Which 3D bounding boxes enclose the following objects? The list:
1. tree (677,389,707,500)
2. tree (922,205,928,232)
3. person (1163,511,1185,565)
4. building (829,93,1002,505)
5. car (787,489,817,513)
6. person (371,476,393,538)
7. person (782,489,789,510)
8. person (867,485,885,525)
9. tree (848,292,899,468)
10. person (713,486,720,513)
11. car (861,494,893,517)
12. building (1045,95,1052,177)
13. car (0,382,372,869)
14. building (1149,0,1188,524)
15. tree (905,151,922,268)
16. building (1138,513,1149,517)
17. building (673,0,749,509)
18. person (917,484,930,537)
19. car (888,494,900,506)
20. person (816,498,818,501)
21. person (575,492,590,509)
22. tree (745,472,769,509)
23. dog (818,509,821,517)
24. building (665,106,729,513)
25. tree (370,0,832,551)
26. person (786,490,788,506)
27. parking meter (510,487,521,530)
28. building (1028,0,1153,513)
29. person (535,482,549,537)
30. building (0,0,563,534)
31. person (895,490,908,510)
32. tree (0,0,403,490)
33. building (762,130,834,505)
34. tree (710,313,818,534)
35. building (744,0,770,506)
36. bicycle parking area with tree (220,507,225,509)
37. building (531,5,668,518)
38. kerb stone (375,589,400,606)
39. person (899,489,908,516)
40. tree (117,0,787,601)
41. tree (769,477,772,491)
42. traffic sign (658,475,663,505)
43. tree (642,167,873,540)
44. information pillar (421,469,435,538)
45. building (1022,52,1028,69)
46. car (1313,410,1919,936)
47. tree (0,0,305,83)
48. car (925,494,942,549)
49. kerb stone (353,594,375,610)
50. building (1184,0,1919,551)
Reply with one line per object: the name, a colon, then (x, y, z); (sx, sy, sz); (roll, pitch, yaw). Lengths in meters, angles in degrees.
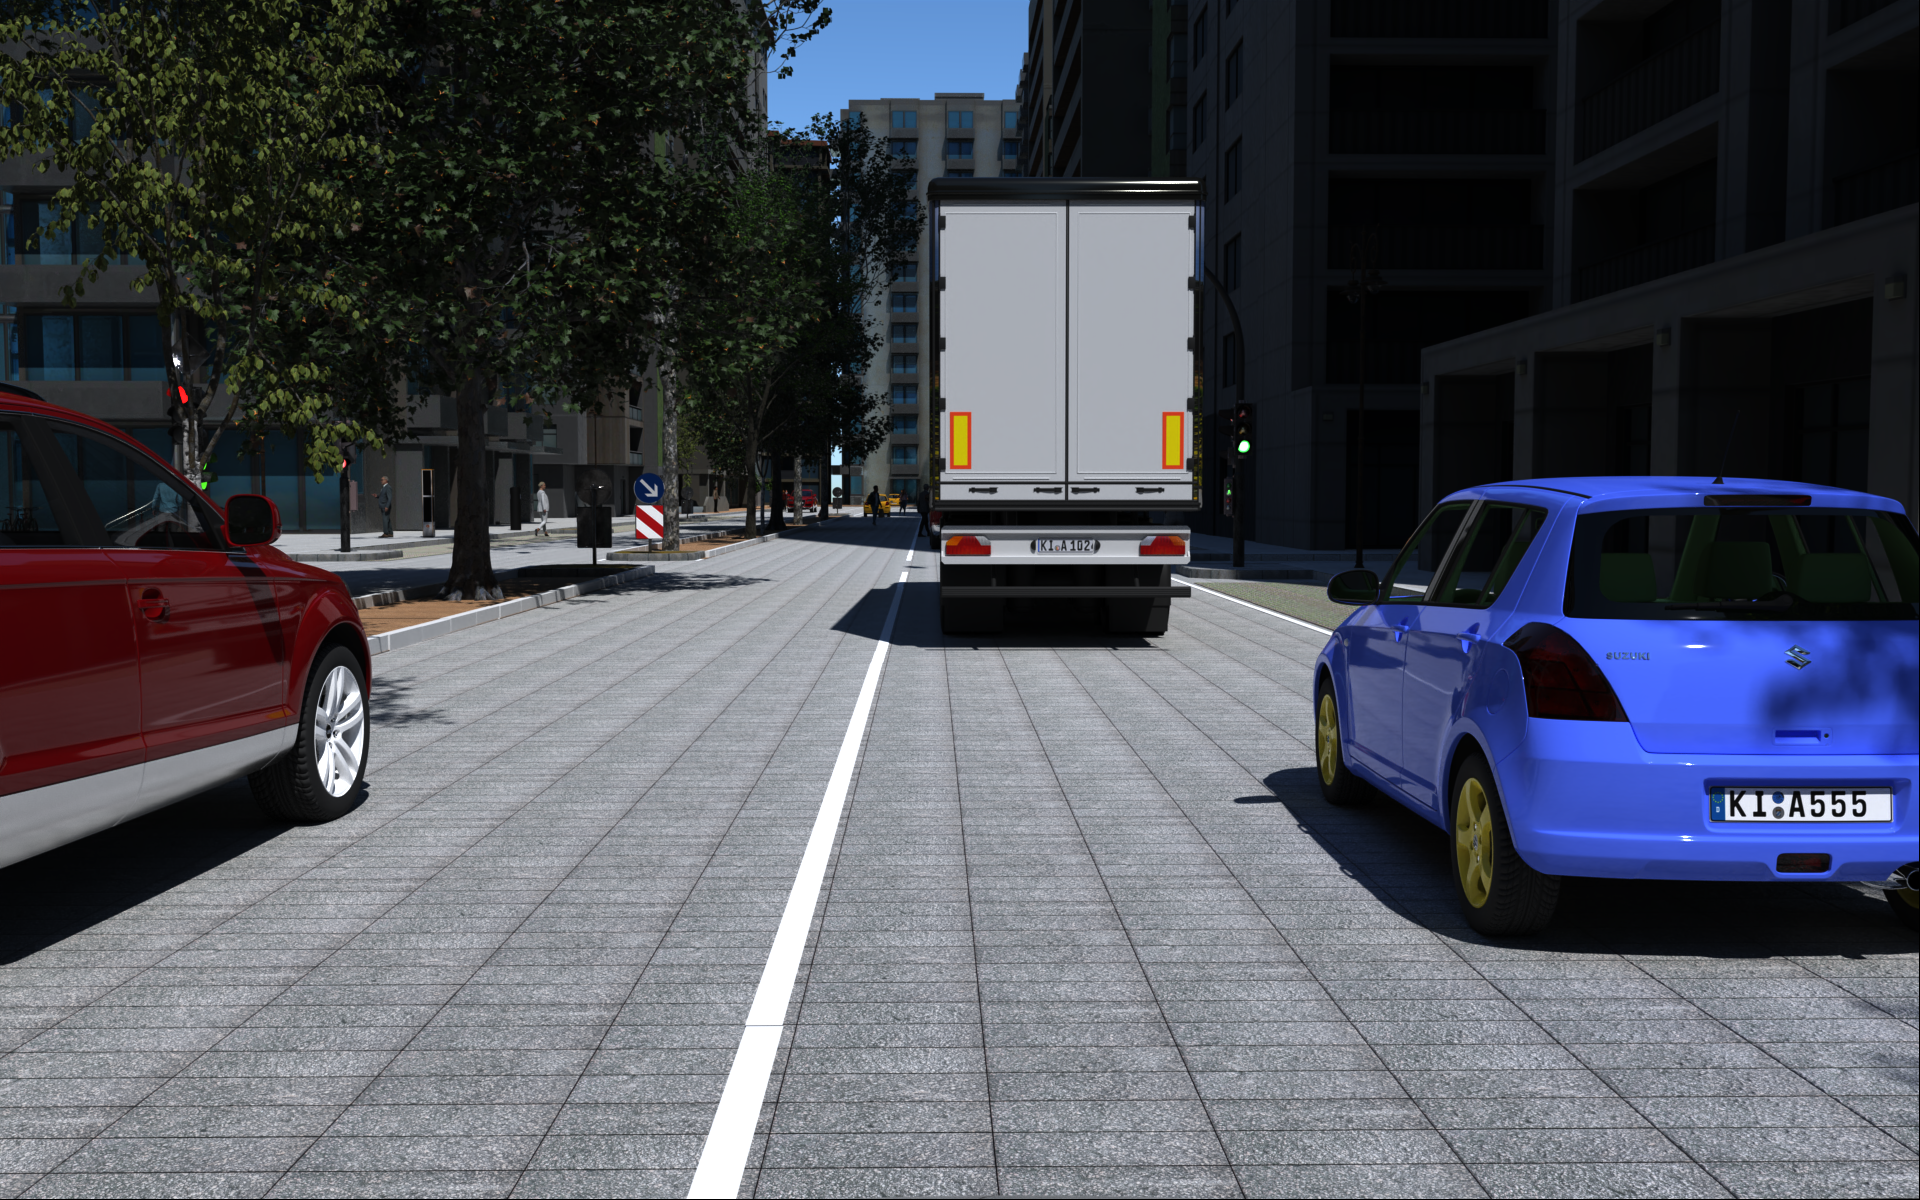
tree: (-17.393, -9.726, 109.378); (4.737, 8.622, 4.395); (0, 3, 0)
tree: (-8.481, -14.349, 92.956); (12.611, 20.169, 13.585); (0, 3, 0)
person: (4.271, -1.610, 35.093); (0.520, 1.790, 0.573); (-2, 4, -27)
building: (-0.198, -36.086, 209.616); (30.456, 49.044, 23.786); (0, 4, -1)
car: (-12.289, -7.735, 135.142); (2.281, 1.827, 5.304); (0, 4, 0)
person: (-17.043, -2.749, 51.164); (0.590, 1.801, 0.661); (-2, 4, -34)
person: (-15.015, -8.508, 147.561); (1.348, 1.831, 0.705); (2, 4, 35)
person: (-3.810, -4.292, 78.666); (0.794, 1.824, 0.713); (-2, 4, -28)
tree: (-7.287, -9.120, 68.582); (9.611, 12.733, 9.660); (0, 3, 0)
person: (-16.927, -6.987, 120.298); (0.705, 1.823, 1.348); (0, 4, 7)
car: (-5.236, -6.061, 109.328); (2.015, 1.641, 3.980); (0, 4, -3)
building: (13.135, -21.846, 128.890); (14.160, 30.474, 14.107); (0, 4, -1)
car: (-3.754, 0.164, 5.992); (2.281, 1.827, 5.304); (0, 4, 1)
building: (14.362, -23.518, 68.120); (14.154, 41.232, 14.086); (0, 4, -1)
tree: (-8.718, -13.573, 80.263); (12.611, 20.169, 13.585); (0, 3, 0)
building: (16.438, -28.827, 95.027); (21.300, 48.544, 21.600); (0, 4, -1)
building: (-29.695, -32.026, 147.331); (21.300, 48.544, 21.600); (0, 4, -1)
person: (-1.111, -3.014, 58.174); (0.834, 1.777, 0.661); (-3, 5, -44)
car: (-7.102, -10.947, 189.213); (2.015, 1.641, 3.980); (0, 4, 1)
person: (-12.804, -8.536, 151.287); (0.991, 1.433, 0.599); (2, 4, 30)
person: (-10.766, -2.519, 49.786); (0.694, 1.812, 0.767); (3, 5, 42)
tree: (-17.821, -9.518, 150.216); (1.663, 3.219, 1.824); (0, 3, 0)
dog: (-8.568, -5.553, 107.627); (0.513, 0.831, 0.800); (0, 4, 1)
building: (-33.739, -26.475, 124.755); (32.217, 40.220, 23.993); (0, 4, -1)
tree: (-8.316, -11.273, 42.661); (12.611, 20.169, 13.585); (0, 3, 0)
person: (-18.239, -10.618, 180.451); (0.742, 1.727, 0.445); (-2, 4, -25)
parking meter: (-15.763, -3.243, 61.430); (0.372, 1.533, 0.369); (0, 3, 0)
building: (17.017, -32.012, 147.096); (21.300, 48.544, 21.600); (0, 4, -1)
person: (-13.982, -3.025, 57.833); (0.514, 1.842, 0.818); (2, 4, 32)
building: (-29.206, -27.323, 66.343); (23.786, 49.044, 30.456); (0, 4, -1)
person: (-5.342, -9.244, 159.598); (1.348, 1.831, 0.705); (2, 4, 27)
tree: (-6.334, -3.745, 14.056); (4.737, 8.622, 4.395); (0, 3, 0)
building: (-29.827, -33.825, 207.669); (28.867, 44.769, 22.147); (0, 4, -1)
tree: (-7.047, -6.656, 61.637); (4.360, 8.622, 3.978); (0, 3, 0)
building: (-33.301, -35.688, 172.734); (27.495, 52.752, 28.713); (0, 4, -1)
bicycle parking area with tree: (-23.107, -3.589, 45.680); (8.231, 4.147, 9.016); (0, 4, -6)
building: (-24.383, -25.278, 96.886); (14.154, 41.232, 14.086); (0, 4, -1)
kerb stone: (-7.486, -0.011, 22.371); (0.120, 0.150, 1.000); (0, 4, -1)
person: (-3.755, -6.397, 113.674); (0.593, 1.750, 0.643); (-1, 4, -20)
tree: (-6.637, -6.352, 23.319); (9.611, 12.733, 9.660); (0, 3, 0)
tree: (-18.036, -10.591, 167.756); (1.663, 3.219, 1.824); (0, 3, 0)
traffic sign: (-16.292, -5.621, 94.030); (0.606, 2.300, 0.079); (0, 4, 4)
tree: (-6.513, -7.713, 54.323); (9.928, 11.665, 9.643); (0, 3, 0)
information pillar: (-15.705, -2.855, 51.169); (0.304, 2.012, 0.304); (0, 4, -5)
building: (16.990, -33.851, 173.064); (23.786, 49.044, 30.456); (0, 4, -1)
car: (2.513, 0.164, 6.907); (1.945, 1.707, 3.694); (0, 4, 0)
tree: (-6.006, -4.335, 7.745); (8.767, 10.594, 7.601); (0, 4, -1)
car: (0.201, -2.318, 46.569); (2.281, 1.827, 5.304); (0, 4, -2)
kerb stone: (-7.463, 0.052, 21.350); (0.120, 0.150, 1.000); (0, 4, -1)
building: (18.065, -37.265, 47.527); (20.611, 71.187, 20.563); (0, 4, -1)
